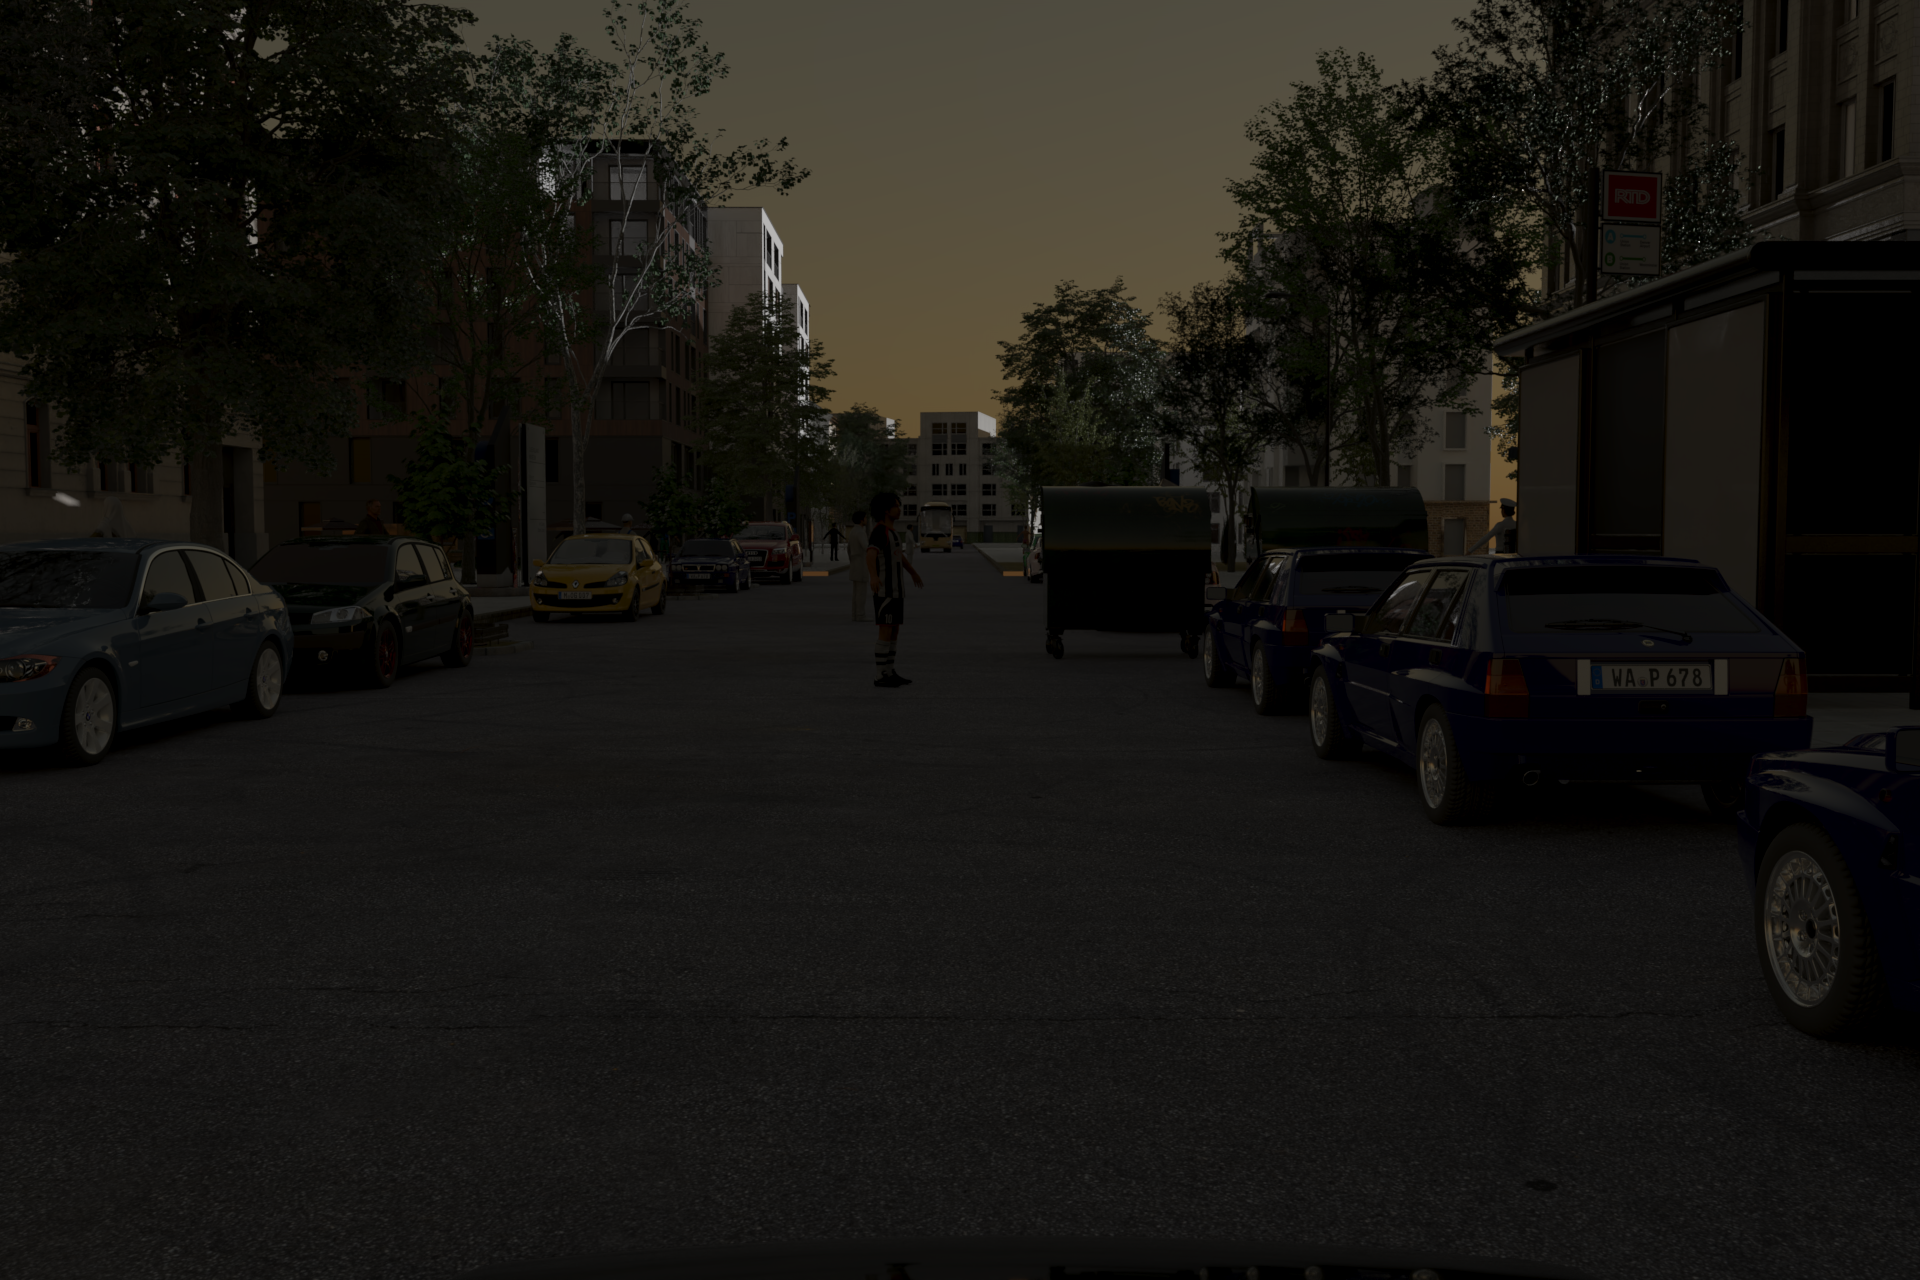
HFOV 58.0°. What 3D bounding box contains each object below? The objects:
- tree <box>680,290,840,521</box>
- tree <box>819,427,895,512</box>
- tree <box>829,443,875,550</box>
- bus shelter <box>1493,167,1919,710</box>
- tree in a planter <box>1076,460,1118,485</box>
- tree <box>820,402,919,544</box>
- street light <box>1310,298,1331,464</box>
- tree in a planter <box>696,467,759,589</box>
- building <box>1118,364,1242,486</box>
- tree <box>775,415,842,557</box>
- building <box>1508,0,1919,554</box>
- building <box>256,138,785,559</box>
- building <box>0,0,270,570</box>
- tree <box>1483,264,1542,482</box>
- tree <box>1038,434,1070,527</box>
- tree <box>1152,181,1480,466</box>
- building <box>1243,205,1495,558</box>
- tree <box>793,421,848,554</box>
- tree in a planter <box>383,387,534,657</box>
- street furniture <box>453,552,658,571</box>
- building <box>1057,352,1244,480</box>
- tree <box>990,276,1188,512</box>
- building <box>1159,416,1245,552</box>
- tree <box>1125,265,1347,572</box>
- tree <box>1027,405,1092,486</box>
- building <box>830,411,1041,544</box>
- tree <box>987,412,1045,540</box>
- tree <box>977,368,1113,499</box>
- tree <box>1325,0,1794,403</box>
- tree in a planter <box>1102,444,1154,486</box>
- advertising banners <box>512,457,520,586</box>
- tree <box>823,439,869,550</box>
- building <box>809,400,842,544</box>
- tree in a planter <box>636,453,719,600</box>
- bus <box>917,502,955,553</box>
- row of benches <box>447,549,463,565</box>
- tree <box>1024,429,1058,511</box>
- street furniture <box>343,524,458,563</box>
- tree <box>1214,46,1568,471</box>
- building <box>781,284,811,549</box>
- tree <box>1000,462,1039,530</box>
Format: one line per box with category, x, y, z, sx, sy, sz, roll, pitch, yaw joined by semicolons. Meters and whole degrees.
tree;-9.368;-9.975;81.224;7.486;12.596;7.792;0;3;0
tree;-9.123;-13.301;151.884;7.601;10.594;8.767;0;4;2
tree;-9.627;-11.677;141.274;4.360;8.622;3.978;0;3;0
bus shelter;6.707;-2.391;16.727;2.179;5.291;8.768;0;3;0
tree in a planter;3.322;-2.745;42.103;1.991;3.239;1.994;0;4;0
tree;-8.806;-15.834;165.542;9.857;13.997;8.962;0;3;0
street light;7.624;-3.719;33.351;1.470;5.913;1.316;0;4;0
tree in a planter;-6.419;-2.997;46.217;1.991;3.239;1.994;0;4;1
building;22.434;-20.315;188.571;16.016;20.090;11.380;0;4;0
tree;-8.817;-9.088;98.946;4.360;8.622;3.978;0;3;0
building;26.893;-16.575;50.590;16.754;29.471;25.880;0;4;0
building;-26.203;-16.035;106.150;27.936;21.610;32.646;0;4;-1
building;-31.434;-16.157;51.552;14.401;28.519;23.554;0;4;-1
tree;26.020;-10.053;71.029;9.857;13.997;8.962;0;3;0
tree;6.366;-9.566;106.764;4.737;8.622;4.395;0;3;0
tree;9.371;-6.843;46.298;8.767;10.594;7.601;0;4;-3
building;22.781;-15.283;106.302;16.016;20.090;11.380;0;4;0
tree;-8.971;-9.825;111.005;4.737;8.622;4.395;0;3;0
tree in a planter;-6.336;-1.463;21.138;1.991;3.239;1.994;0;3;0
street furniture;-15.859;-2.876;62.649;10.072;0.657;5.734;1;4;12
building;25.469;-22.436;210.803;27.936;21.610;32.646;0;4;0
tree;6.431;-10.891;84.730;9.857;13.997;8.962;0;3;0
building;20.405;-11.142;124.318;9.099;9.664;28.070;0;4;0
tree;9.350;-7.561;58.042;8.767;10.594;7.601;3;5;41
tree;5.966;-8.861;95.233;4.360;8.622;3.978;0;3;0
building;-4.286;-23.754;257.299;31.486;18.905;16.747;1;4;10
tree;5.935;-13.028;138.769;9.928;11.665;9.643;0;3;0
tree;6.471;-13.250;127.007;12.009;13.543;11.850;0;3;0
tree;9.190;-5.632;26.501;7.601;10.594;8.767;0;4;-3
tree in a planter;3.323;-2.277;34.458;1.991;3.239;1.994;0;4;1
advertising banners;-10.025;-2.610;38.862;0.090;3.025;2.074;0;4;-1
tree;-9.744;-11.311;135.304;4.360;8.622;3.978;0;3;0
building;-25.834;-24.442;230.554;19.493;23.208;18.063;0;4;1
tree in a planter;-6.414;-2.515;38.347;1.991;3.239;1.994;0;4;1
bus;-1.868;-8.888;136.872;2.896;3.916;12.252;0;4;0
row of benches;-21.503;-3.324;69.806;4.104;0.672;1.422;-2;4;-26
tree;6.913;-10.248;117.918;4.360;8.622;3.978;0;3;0
street furniture;-26.410;-4.412;78.983;9.812;1.723;11.010;3;5;44
tree;9.223;-6.864;37.982;9.928;11.665;9.643;0;3;0
building;-27.093;-18.057;139.201;27.936;21.610;32.646;0;4;-1
tree;5.872;-12.775;159.235;4.737;8.622;4.395;0;3;0
